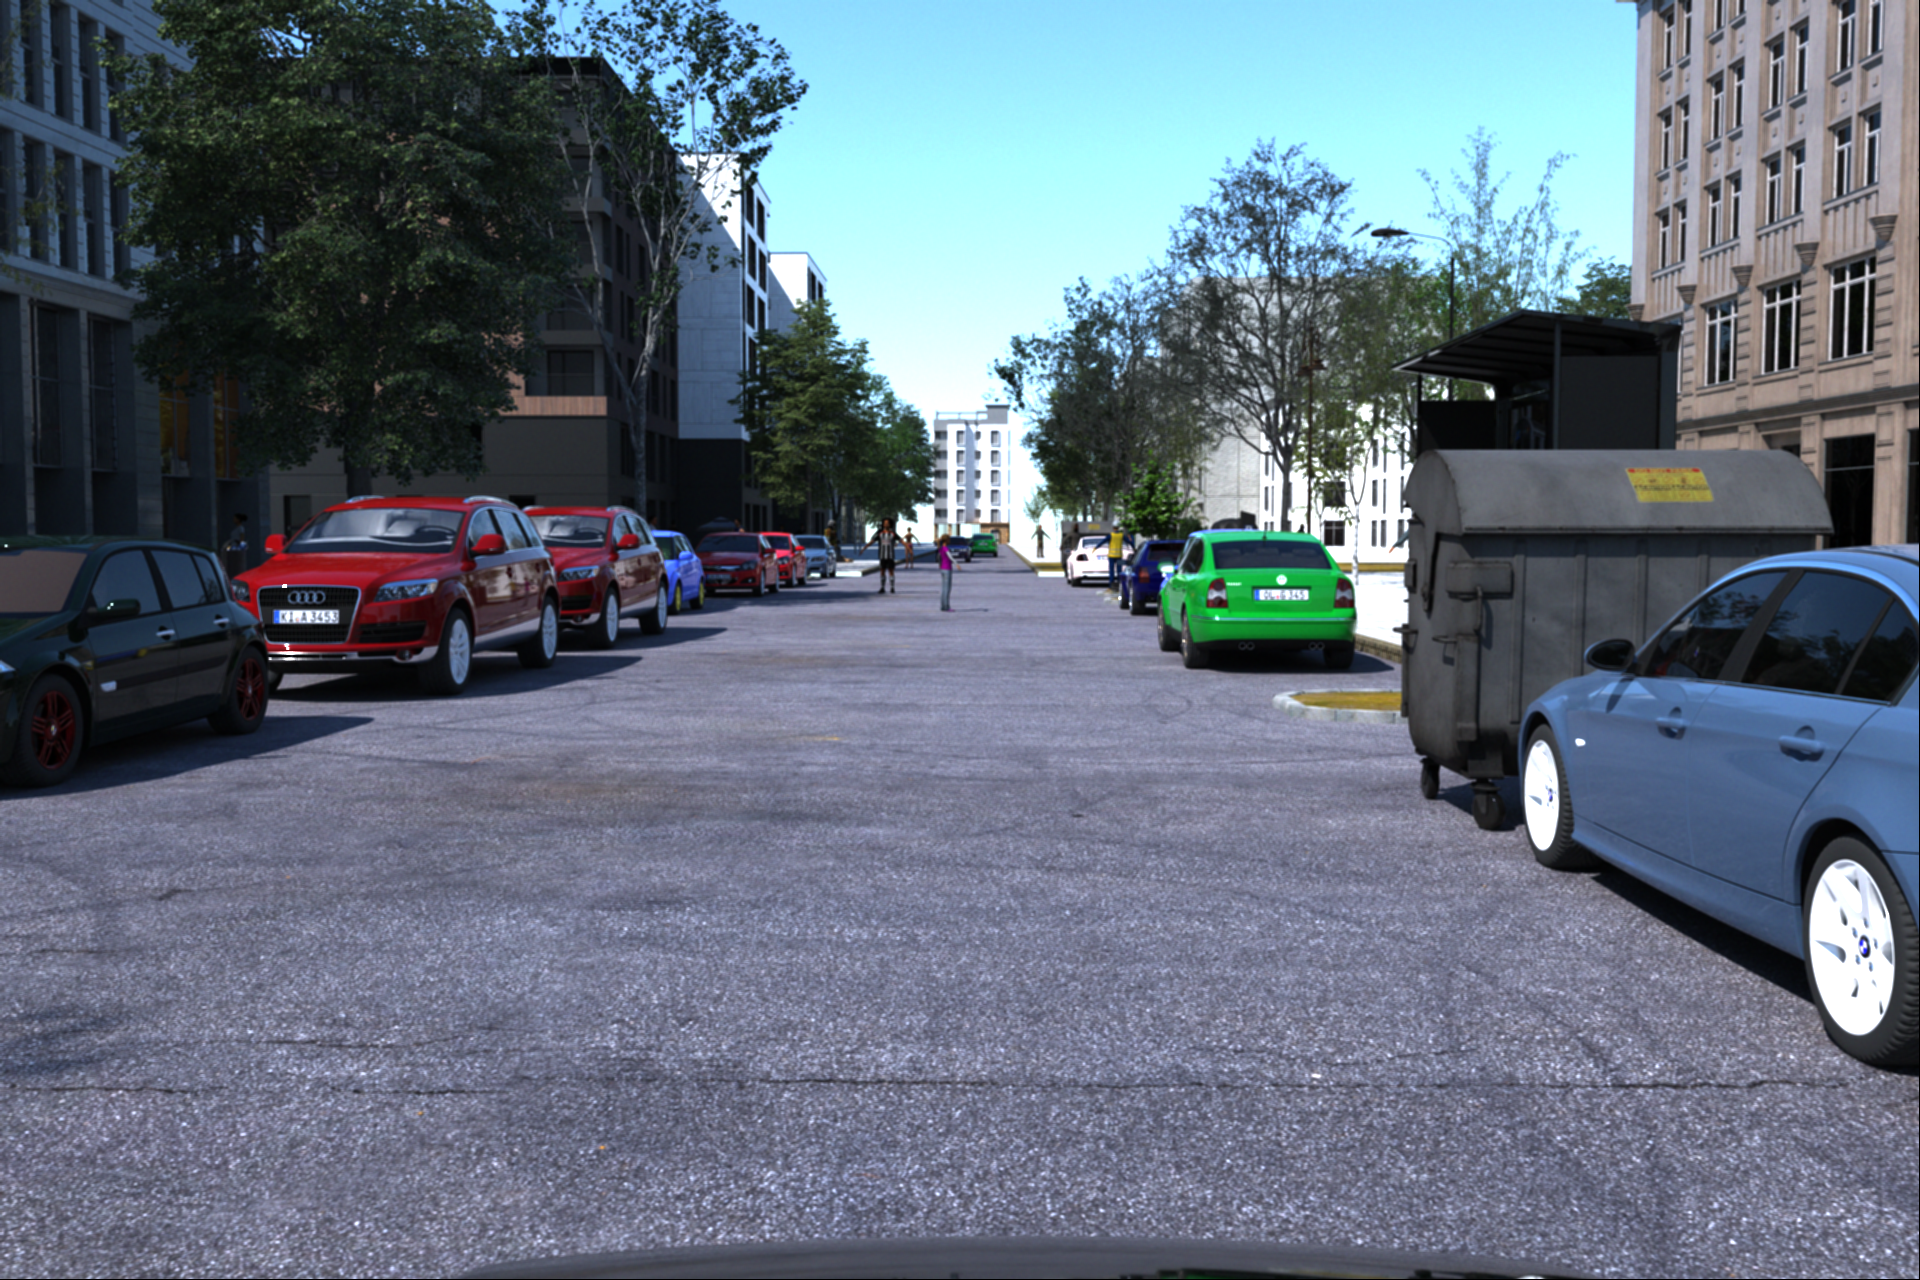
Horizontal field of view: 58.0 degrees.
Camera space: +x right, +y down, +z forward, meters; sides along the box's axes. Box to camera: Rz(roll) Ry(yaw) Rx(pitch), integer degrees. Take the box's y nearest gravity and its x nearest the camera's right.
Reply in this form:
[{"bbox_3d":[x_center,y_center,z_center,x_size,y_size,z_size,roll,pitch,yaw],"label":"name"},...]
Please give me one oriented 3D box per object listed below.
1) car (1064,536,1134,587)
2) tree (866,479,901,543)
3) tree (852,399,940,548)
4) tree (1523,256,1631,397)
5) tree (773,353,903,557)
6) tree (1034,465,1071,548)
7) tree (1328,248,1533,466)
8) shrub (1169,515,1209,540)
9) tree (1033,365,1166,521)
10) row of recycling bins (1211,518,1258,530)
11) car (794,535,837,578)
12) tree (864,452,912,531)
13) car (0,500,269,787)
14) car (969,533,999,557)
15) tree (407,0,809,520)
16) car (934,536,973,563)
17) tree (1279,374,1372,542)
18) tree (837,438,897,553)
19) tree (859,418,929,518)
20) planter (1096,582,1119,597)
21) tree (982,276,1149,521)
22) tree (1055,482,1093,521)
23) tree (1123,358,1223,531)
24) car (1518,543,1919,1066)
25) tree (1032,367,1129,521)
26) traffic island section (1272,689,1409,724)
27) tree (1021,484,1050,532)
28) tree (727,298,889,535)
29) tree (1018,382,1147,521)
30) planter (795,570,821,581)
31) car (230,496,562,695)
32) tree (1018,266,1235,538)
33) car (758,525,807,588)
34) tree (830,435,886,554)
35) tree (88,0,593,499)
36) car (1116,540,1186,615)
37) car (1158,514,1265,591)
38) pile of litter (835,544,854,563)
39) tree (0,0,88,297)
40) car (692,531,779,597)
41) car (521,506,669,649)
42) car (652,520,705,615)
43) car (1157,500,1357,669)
[{"bbox_3d":[3.966,-2.196,48.261,2.083,1.381,4.827,0,4,1],"label":"car"},{"bbox_3d":[-11.549,-20.594,254.836,7.486,12.596,7.792,0,3,0],"label":"tree"},{"bbox_3d":[-6.330,-15.771,164.509,9.857,13.997,8.962,0,3,0],"label":"tree"},{"bbox_3d":[29.223,-10.417,76.981,9.857,13.997,8.962,0,3,0],"label":"tree"},{"bbox_3d":[-6.996,-10.543,98.138,9.928,11.665,9.643,0,3,0],"label":"tree"},{"bbox_3d":[8.961,-12.855,160.547,4.737,8.622,4.395,0,3,0],"label":"tree"},{"bbox_3d":[17.276,-8.426,63.519,9.928,11.665,9.643,0,3,0],"label":"tree"},{"bbox_3d":[8.915,-3.873,67.368,1.661,2.075,1.752,0,3,0],"label":"shrub"},{"bbox_3d":[7.602,-9.641,92.043,8.767,10.594,7.601,1,4,21],"label":"tree"},{"bbox_3d":[7.229,-2.380,46.032,1.069,1.692,3.534,0,4,1],"label":"row of recycling bins"},{"bbox_3d":[-5.097,-2.778,57.427,2.014,1.417,4.499,0,4,1],"label":"car"},{"bbox_3d":[-6.311,-12.046,147.311,4.737,8.622,4.395,0,3,0],"label":"tree"},{"bbox_3d":[-5.951,-0.077,11.044,2.009,1.686,4.222,0,4,1],"label":"car"},{"bbox_3d":[1.453,-6.076,108.139,1.959,1.807,4.718,0,4,1],"label":"car"},{"bbox_3d":[-11.785,-12.367,58.097,12.611,20.169,13.585,0,3,0],"label":"tree"},{"bbox_3d":[-0.322,-4.592,87.663,1.945,1.354,3.894,0,4,1],"label":"car"},{"bbox_3d":[15.045,-7.434,71.916,4.737,8.622,4.395,0,3,0],"label":"tree"},{"bbox_3d":[-6.724,-10.314,119.002,4.737,8.622,4.395,0,3,0],"label":"tree"},{"bbox_3d":[-6.324,-14.020,154.987,9.928,11.665,9.643,0,3,0],"label":"tree"},{"bbox_3d":[4.191,-1.172,40.303,1.991,0.319,1.994,0,4,0],"label":"planter"},{"bbox_3d":[7.990,-16.758,129.878,12.611,20.169,13.585,0,3,0],"label":"tree"},{"bbox_3d":[9.412,-12.173,149.386,4.737,8.622,4.395,0,3,0],"label":"tree"},{"bbox_3d":[9.275,-7.434,71.907,4.360,8.622,3.978,0,3,0],"label":"tree"},{"bbox_3d":[3.318,0.371,5.933,2.014,1.417,4.499,0,4,2],"label":"car"},{"bbox_3d":[8.496,-12.162,116.976,7.486,12.596,7.792,0,3,0],"label":"tree"},{"bbox_3d":[3.593,0.539,14.056,1.991,0.108,1.994,0,4,1],"label":"traffic island section"},{"bbox_3d":[11.189,-18.538,253.459,4.737,8.622,4.395,0,3,0],"label":"tree"},{"bbox_3d":[-7.264,-10.093,83.151,7.486,12.596,7.792,0,3,0],"label":"tree"},{"bbox_3d":[7.950,-10.303,102.862,8.767,10.594,7.601,-1,4,-21],"label":"tree"},{"bbox_3d":[-5.340,-1.993,53.719,1.991,0.319,1.994,0,4,1],"label":"planter"},{"bbox_3d":[-5.423,-0.514,17.083,2.281,1.827,5.304,0,4,1],"label":"car"},{"bbox_3d":[7.717,-10.368,79.879,12.009,13.543,11.850,0,3,0],"label":"tree"},{"bbox_3d":[-5.253,-2.339,47.282,2.155,1.783,4.494,0,4,1],"label":"car"},{"bbox_3d":[-6.772,-9.850,111.406,4.360,8.622,3.978,0,3,0],"label":"tree"},{"bbox_3d":[-11.456,-7.725,32.960,9.857,13.997,8.962,0,3,0],"label":"tree"},{"bbox_3d":[3.883,-1.179,31.849,1.945,1.354,3.894,0,4,1],"label":"car"},{"bbox_3d":[3.824,-0.916,24.566,1.945,1.707,3.694,0,4,0],"label":"car"},{"bbox_3d":[-5.378,-3.948,78.518,1.176,0.858,1.719,0,4,1],"label":"pile of litter"},{"bbox_3d":[-11.622,-4.076,17.009,4.360,8.622,3.978,0,3,0],"label":"tree"},{"bbox_3d":[-5.348,-1.942,40.791,2.155,1.783,4.494,0,4,1],"label":"car"},{"bbox_3d":[-5.293,-0.894,23.297,2.281,1.827,5.304,0,4,2],"label":"car"},{"bbox_3d":[-5.781,-1.356,31.769,1.945,1.707,3.694,0,4,1],"label":"car"},{"bbox_3d":[3.299,-0.673,19.794,1.959,1.807,4.718,0,4,1],"label":"car"}]
